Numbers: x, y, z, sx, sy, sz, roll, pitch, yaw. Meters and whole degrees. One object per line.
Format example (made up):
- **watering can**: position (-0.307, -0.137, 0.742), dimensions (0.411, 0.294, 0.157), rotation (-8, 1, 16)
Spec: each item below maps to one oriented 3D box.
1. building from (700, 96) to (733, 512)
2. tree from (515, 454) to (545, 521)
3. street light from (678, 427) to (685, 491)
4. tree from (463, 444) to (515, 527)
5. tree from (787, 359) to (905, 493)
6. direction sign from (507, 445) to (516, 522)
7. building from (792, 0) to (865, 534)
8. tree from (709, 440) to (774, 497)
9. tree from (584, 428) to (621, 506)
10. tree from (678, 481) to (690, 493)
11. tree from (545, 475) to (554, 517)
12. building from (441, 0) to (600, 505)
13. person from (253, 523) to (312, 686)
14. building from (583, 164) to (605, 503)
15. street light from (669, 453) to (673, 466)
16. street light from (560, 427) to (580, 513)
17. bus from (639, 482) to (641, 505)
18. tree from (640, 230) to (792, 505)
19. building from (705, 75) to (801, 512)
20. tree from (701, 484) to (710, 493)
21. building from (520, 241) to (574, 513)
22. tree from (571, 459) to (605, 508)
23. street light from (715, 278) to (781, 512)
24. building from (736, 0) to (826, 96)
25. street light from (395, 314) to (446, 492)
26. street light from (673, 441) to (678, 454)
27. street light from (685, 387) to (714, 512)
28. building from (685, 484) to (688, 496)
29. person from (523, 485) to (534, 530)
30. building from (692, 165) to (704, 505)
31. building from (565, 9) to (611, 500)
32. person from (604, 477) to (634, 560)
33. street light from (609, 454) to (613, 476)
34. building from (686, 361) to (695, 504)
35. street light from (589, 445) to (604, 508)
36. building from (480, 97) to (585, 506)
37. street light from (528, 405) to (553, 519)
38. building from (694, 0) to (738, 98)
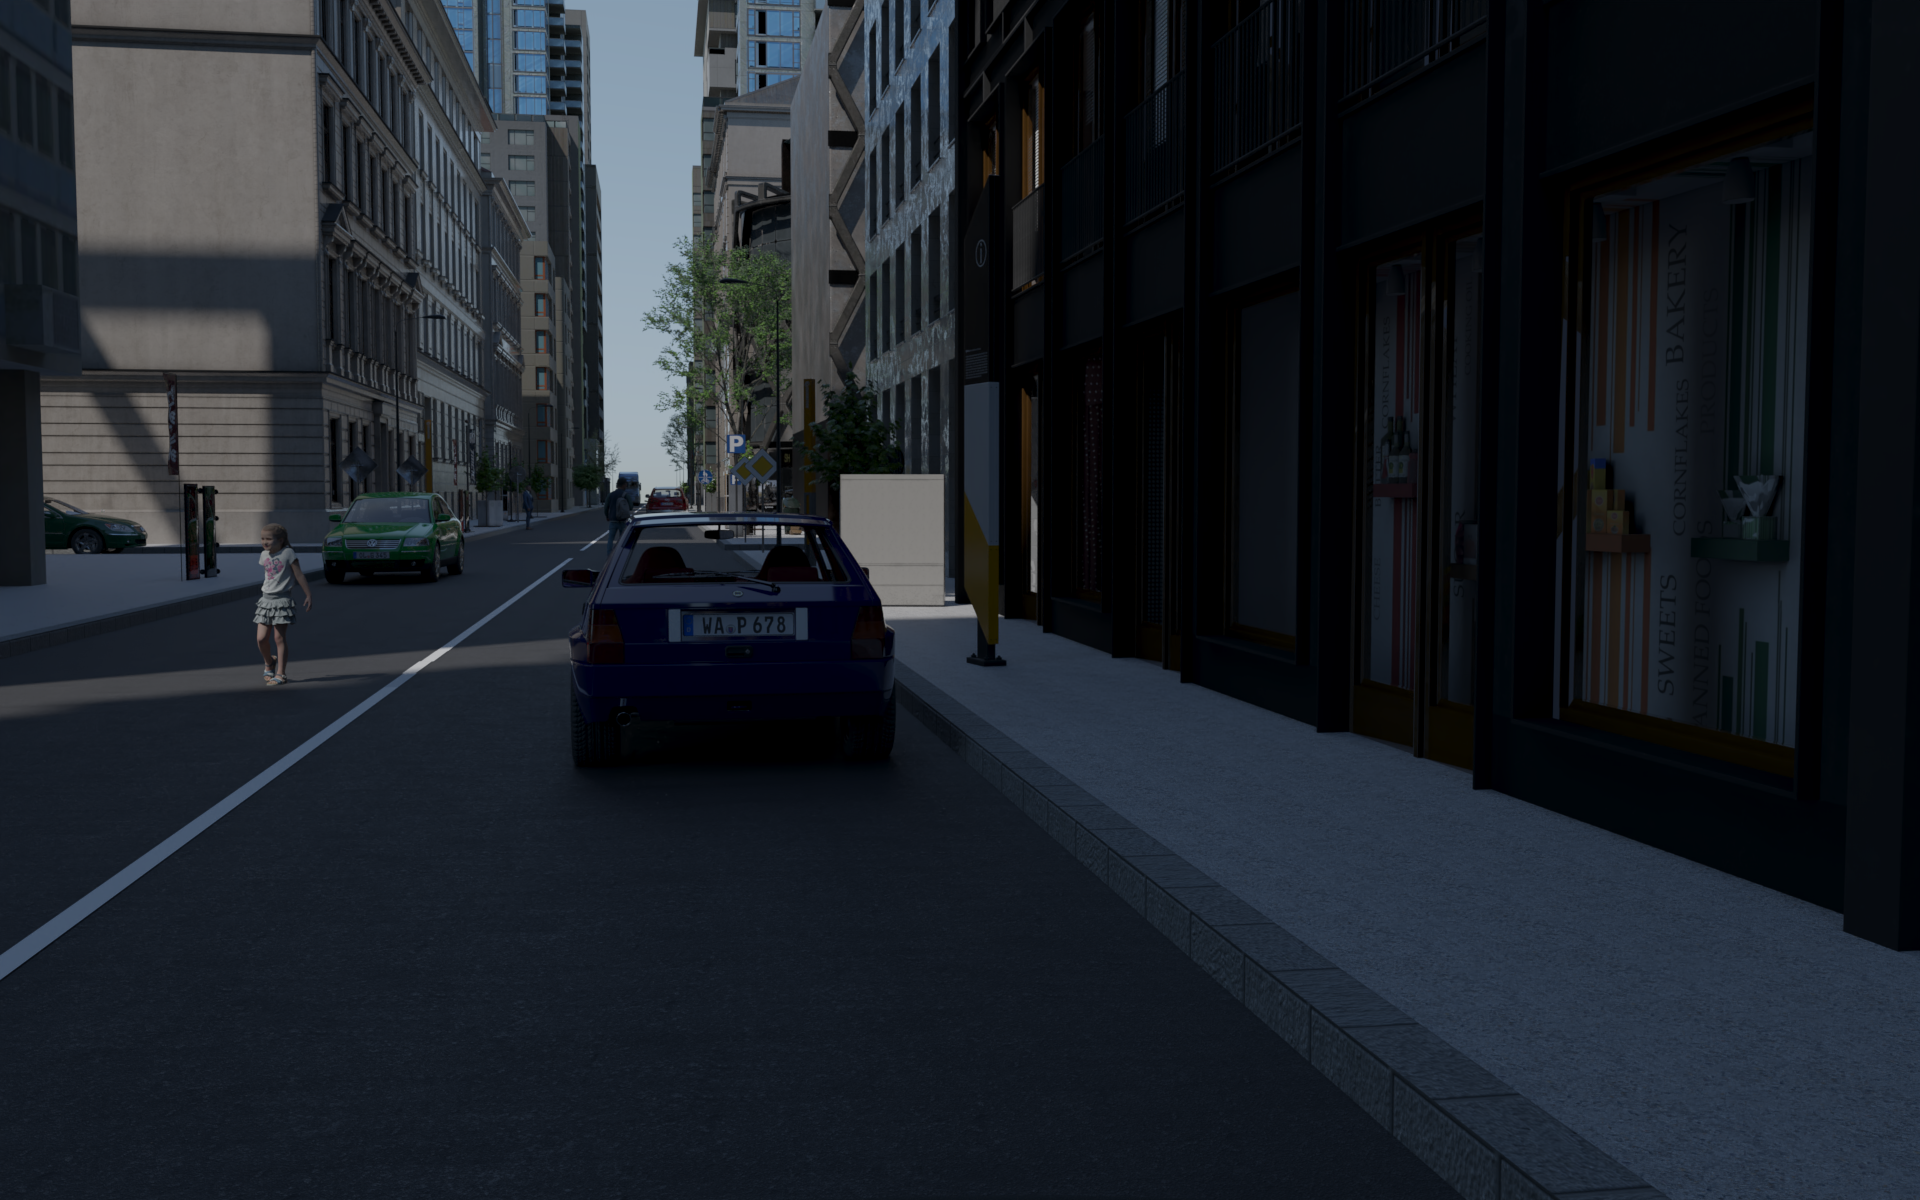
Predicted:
- **building**: position (-12.368, -21.938, 130.384), dimensions (14.160, 30.474, 14.107), rotation (-1, 4, -10)
- **tree**: position (-21.031, -5.372, 82.426), dimensions (1.663, 3.219, 1.824), rotation (0, 3, 0)
- **street light**: position (-18.435, -8.969, 119.191), dimensions (1.470, 5.913, 1.316), rotation (-1, 4, -10)
- **tree**: position (-18.385, -4.445, 67.278), dimensions (1.663, 3.219, 1.824), rotation (0, 3, 0)
- **tree**: position (-1.665, -1.851, 24.873), dimensions (1.663, 3.219, 1.824), rotation (0, 3, 0)
- **direction sign**: position (-20.626, -5.354, 79.527), dimensions (0.379, 3.537, 0.876), rotation (-1, 4, -17)
- **building**: position (3.538, -11.540, 56.133), dimensions (16.811, 18.784, 16.820), rotation (-1, 4, -10)
- **tree**: position (-7.588, -4.101, 61.652), dimensions (1.663, 3.219, 1.824), rotation (0, 3, 0)
- **tree**: position (-40.044, -14.861, 193.344), dimensions (4.360, 8.622, 3.978), rotation (0, 3, 0)
- **tree**: position (-35.270, -13.844, 220.951), dimensions (1.663, 3.219, 1.824), rotation (0, 3, 0)
- **tree**: position (-23.054, -6.136, 94.929), dimensions (1.663, 3.219, 1.824), rotation (0, 3, 0)
- **building**: position (-56.022, -55.061, 212.917), dimensions (22.319, 86.520, 31.000), rotation (-1, 4, -10)
- **person**: position (-5.095, 0.026, 13.093), dimensions (0.505, 1.210, 0.382), rotation (1, 4, 12)
- **building**: position (-60.658, -37.689, 239.917), dimensions (21.300, 48.544, 21.600), rotation (-1, 4, -10)
- **street light**: position (-31.639, -13.597, 194.851), dimensions (1.470, 5.913, 1.316), rotation (-1, 4, -10)
- **street light**: position (-27.051, -9.027, 120.127), dimensions (1.470, 5.913, 1.316), rotation (-1, 4, -10)
- **bus**: position (-44.528, -14.639, 234.204), dimensions (2.948, 3.499, 13.247), rotation (-1, 4, -10)
- **tree**: position (-8.781, -8.751, 68.840), dimensions (9.928, 11.665, 9.643), rotation (0, 3, 0)
- **building**: position (-9.233, -19.007, 108.022), dimensions (12.463, 27.353, 25.104), rotation (-1, 4, -10)
- **tree**: position (-17.541, -7.771, 121.654), dimensions (1.663, 3.219, 1.824), rotation (0, 3, 0)
- **building**: position (-44.226, -17.461, 130.525), dimensions (27.650, 21.520, 28.899), rotation (-1, 4, -10)
- **tree**: position (-34.573, -10.832, 160.814), dimensions (4.285, 4.588, 4.351), rotation (0, 3, 0)
- **street light**: position (-4.478, -3.972, 37.478), dimensions (1.470, 5.913, 1.316), rotation (-1, 4, -10)
- **building**: position (-10.671, -51.333, 151.960), dimensions (22.319, 86.520, 31.000), rotation (-1, 4, -10)
- **street light**: position (-13.996, -4.422, 44.845), dimensions (1.470, 5.913, 1.316), rotation (-1, 4, -10)
- **street light**: position (-23.949, -10.900, 150.753), dimensions (1.470, 5.913, 1.316), rotation (-1, 4, -10)
- **street light**: position (-11.006, -6.270, 75.048), dimensions (1.470, 5.913, 1.316), rotation (-1, 4, -10)
- **building**: position (-26.739, -35.224, 267.795), dimensions (32.217, 40.220, 23.993), rotation (-1, 4, -10)
- **person**: position (-17.453, -3.749, 69.983), dimensions (0.419, 1.800, 0.721), rotation (0, 3, 0)
- **building**: position (-26.647, -32.745, 218.969), dimensions (14.154, 41.232, 14.086), rotation (-1, 4, -10)
- **building**: position (-63.539, -50.290, 260.490), dimensions (20.563, 71.187, 20.611), rotation (-1, 4, -10)
- **person**: position (-7.170, -1.685, 36.397), dimensions (0.623, 1.781, 0.721), rotation (-1, 4, -8)
- **street light**: position (-41.050, -14.003, 201.490), dimensions (1.470, 5.913, 1.316), rotation (-1, 4, -10)
- **building**: position (-24.017, -24.282, 242.048), dimensions (27.650, 21.520, 28.899), rotation (-1, 4, -10)
- **street light**: position (-34.710, -11.761, 164.831), dimensions (1.470, 5.913, 1.316), rotation (-1, 4, -10)
- **building**: position (-46.877, -30.414, 180.870), dimensions (14.154, 41.232, 14.086), rotation (-1, 4, -10)
- **street light**: position (-21.812, -7.183, 89.981), dimensions (1.470, 5.913, 1.316), rotation (-1, 4, -10)
- **building**: position (-13.001, -36.268, 182.214), dimensions (28.713, 52.752, 27.495), rotation (-1, 4, -10)
